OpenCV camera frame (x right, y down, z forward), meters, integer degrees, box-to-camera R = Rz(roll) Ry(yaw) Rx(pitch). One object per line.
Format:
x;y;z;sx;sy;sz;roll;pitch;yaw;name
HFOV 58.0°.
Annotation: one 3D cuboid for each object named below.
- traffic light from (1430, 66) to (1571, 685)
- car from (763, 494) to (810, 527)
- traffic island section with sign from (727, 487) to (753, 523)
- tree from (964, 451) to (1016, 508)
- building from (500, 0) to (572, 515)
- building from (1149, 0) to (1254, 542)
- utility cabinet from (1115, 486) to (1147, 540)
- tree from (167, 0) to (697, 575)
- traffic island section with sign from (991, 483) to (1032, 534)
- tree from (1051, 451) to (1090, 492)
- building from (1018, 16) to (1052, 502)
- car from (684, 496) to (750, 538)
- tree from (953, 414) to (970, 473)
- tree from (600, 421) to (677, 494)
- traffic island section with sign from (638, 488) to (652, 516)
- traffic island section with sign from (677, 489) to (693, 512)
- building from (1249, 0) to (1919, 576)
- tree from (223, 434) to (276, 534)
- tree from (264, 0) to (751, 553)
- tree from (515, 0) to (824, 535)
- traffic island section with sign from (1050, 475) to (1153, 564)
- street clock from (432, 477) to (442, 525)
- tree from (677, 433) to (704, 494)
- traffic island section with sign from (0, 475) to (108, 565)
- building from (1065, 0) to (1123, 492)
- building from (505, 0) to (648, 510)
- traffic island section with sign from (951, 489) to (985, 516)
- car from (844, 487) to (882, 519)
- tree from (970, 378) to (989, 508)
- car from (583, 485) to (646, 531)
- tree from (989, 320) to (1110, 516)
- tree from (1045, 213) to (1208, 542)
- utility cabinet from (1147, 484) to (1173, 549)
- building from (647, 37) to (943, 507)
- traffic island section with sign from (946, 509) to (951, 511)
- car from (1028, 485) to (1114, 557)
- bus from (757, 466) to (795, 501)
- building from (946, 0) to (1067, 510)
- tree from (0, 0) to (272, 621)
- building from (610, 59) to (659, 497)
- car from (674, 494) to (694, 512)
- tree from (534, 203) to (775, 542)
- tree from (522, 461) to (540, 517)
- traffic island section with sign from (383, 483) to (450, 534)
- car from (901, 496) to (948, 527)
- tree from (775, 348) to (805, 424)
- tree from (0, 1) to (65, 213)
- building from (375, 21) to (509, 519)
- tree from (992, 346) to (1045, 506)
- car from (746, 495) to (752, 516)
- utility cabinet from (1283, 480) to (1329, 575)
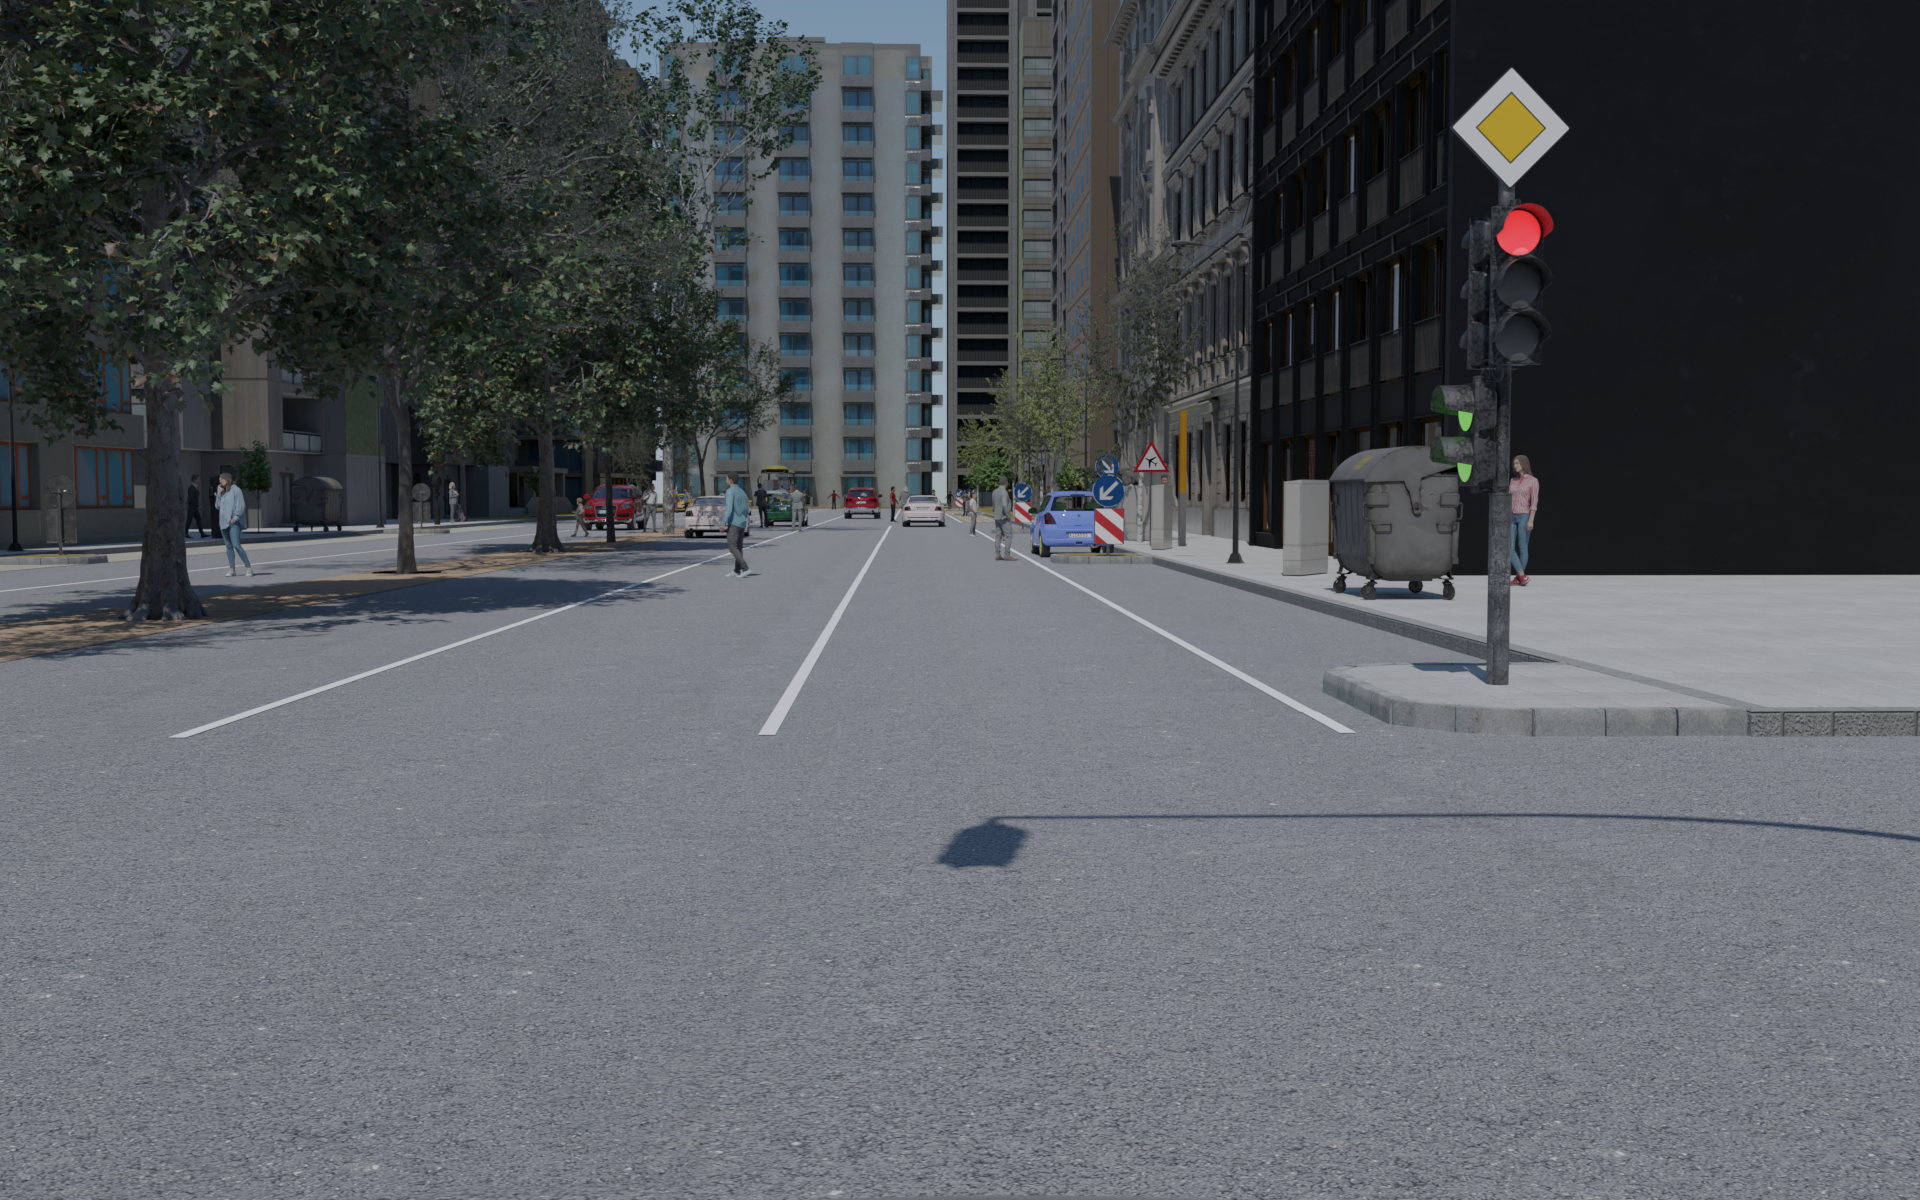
3.606;-1.385;11.569;0.839;4.253;0.868;0;4;-2;traffic light
-7.826;-4.047;77.960;2.131;1.459;4.920;0;4;-2;car
-11.343;-4.767;86.079;2.006;1.907;1.989;0;4;-2;traffic island section with sign
2.857;-9.023;131.246;4.285;4.588;4.351;0;3;0;tree
-42.746;-25.657;111.367;32.217;40.220;23.993;0;4;-2;building
12.293;-11.493;52.541;10.561;19.102;19.286;0;4;-2;building
4.774;-2.385;47.669;0.318;1.500;1.173;-2;4;-34;utility cabinet
-9.881;-7.197;30.493;12.009;13.543;11.850;0;3;0;tree
2.142;-3.339;63.216;1.989;1.847;2.006;0;4;-2;traffic island section with sign
4.847;-5.157;78.922;1.663;3.219;1.824;0;3;0;tree
12.091;-28.693;152.723;14.154;41.232;14.086;0;4;-2;building
-8.083;-2.775;57.731;2.083;1.381;4.827;0;4;-2;car
1.506;-12.461;154.095;4.737;8.622;4.395;0;3;0;tree
-24.379;-11.020;130.540;4.360;8.622;3.978;0;3;0;tree
-21.044;-6.370;112.772;1.989;1.847;2.006;0;4;-2;traffic island section with sign
-21.826;-8.018;139.716;1.989;1.847;2.006;0;4;-2;traffic island section with sign
13.542;-12.530;34.541;12.332;23.373;15.834;0;4;-2;building
-22.858;-3.784;56.477;1.663;3.219;1.824;0;3;0;tree
-10.159;-7.515;42.343;9.611;12.733;9.660;0;3;0;tree
-11.502;-12.407;61.198;12.611;20.169;13.585;0;3;0;tree
2.920;-1.691;36.272;1.989;1.847;2.006;0;4;-2;traffic island section with sign
-21.805;-4.136;72.197;0.358;2.002;0.471;0;4;7;street clock
-25.427;-12.581;156.061;4.360;8.622;3.978;0;3;0;tree
-18.779;-1.653;35.649;1.989;1.847;2.006;0;4;-2;traffic island section with sign
13.481;-27.317;96.749;14.600;45.320;14.200;0;4;-2;building
-42.700;-30.088;146.558;28.867;44.769;22.147;0;4;-2;building
0.620;-6.507;115.021;1.989;1.847;2.006;0;4;-2;traffic island section with sign
-5.699;-5.673;101.421;2.281;1.827;5.304;0;4;-1;car
3.191;-9.214;101.016;4.737;8.622;4.395;0;3;0;tree
-13.892;-3.738;69.787;2.281;1.827;5.304;0;4;-3;car
4.031;-7.514;73.219;4.737;8.622;4.395;0;3;0;tree
4.725;-5.850;46.008;4.360;8.622;3.978;0;3;0;tree
4.675;-1.927;40.192;0.318;1.500;1.173;1;4;16;utility cabinet
-17.130;-34.544;184.400;30.456;49.044;23.786;0;4;-2;building
-0.193;-8.214;142.934;1.989;1.847;2.006;0;4;-2;traffic island section with sign
2.584;-1.890;40.487;1.945;1.707;3.694;0;4;-3;car
-16.075;-9.883;153.126;2.896;3.916;12.252;0;4;-3;bus
8.964;-45.525;182.591;20.611;71.187;20.563;0;4;-2;building
-9.128;-6.127;19.646;9.611;12.733;9.660;0;3;0;tree
-39.302;-32.340;178.864;14.200;45.320;14.600;0;4;-2;building
-21.933;-7.730;136.608;2.015;1.641;3.980;0;4;-3;car
-10.273;-6.986;51.098;8.767;10.594;7.601;0;4;-2;tree
-23.522;-6.281;97.290;1.663;3.219;1.824;0;3;0;tree
-19.569;-3.301;62.593;1.989;1.847;2.006;0;4;-2;traffic island section with sign
-1.595;-3.945;76.864;2.083;1.381;4.827;0;3;0;car
-10.580;-8.252;71.795;8.767;10.594;7.601;0;4;-2;tree
-9.005;-3.662;12.698;4.360;8.622;3.978;0;3;0;tree
-33.035;-19.637;92.767;14.160;30.474;14.107;0;4;-2;building
3.681;-8.112;83.000;4.360;8.622;3.978;0;3;0;tree
-14.673;-6.343;113.935;2.015;1.641;3.980;0;4;-3;car
5.482;-1.149;27.464;0.318;1.500;1.173;2;4;33;utility cabinet
